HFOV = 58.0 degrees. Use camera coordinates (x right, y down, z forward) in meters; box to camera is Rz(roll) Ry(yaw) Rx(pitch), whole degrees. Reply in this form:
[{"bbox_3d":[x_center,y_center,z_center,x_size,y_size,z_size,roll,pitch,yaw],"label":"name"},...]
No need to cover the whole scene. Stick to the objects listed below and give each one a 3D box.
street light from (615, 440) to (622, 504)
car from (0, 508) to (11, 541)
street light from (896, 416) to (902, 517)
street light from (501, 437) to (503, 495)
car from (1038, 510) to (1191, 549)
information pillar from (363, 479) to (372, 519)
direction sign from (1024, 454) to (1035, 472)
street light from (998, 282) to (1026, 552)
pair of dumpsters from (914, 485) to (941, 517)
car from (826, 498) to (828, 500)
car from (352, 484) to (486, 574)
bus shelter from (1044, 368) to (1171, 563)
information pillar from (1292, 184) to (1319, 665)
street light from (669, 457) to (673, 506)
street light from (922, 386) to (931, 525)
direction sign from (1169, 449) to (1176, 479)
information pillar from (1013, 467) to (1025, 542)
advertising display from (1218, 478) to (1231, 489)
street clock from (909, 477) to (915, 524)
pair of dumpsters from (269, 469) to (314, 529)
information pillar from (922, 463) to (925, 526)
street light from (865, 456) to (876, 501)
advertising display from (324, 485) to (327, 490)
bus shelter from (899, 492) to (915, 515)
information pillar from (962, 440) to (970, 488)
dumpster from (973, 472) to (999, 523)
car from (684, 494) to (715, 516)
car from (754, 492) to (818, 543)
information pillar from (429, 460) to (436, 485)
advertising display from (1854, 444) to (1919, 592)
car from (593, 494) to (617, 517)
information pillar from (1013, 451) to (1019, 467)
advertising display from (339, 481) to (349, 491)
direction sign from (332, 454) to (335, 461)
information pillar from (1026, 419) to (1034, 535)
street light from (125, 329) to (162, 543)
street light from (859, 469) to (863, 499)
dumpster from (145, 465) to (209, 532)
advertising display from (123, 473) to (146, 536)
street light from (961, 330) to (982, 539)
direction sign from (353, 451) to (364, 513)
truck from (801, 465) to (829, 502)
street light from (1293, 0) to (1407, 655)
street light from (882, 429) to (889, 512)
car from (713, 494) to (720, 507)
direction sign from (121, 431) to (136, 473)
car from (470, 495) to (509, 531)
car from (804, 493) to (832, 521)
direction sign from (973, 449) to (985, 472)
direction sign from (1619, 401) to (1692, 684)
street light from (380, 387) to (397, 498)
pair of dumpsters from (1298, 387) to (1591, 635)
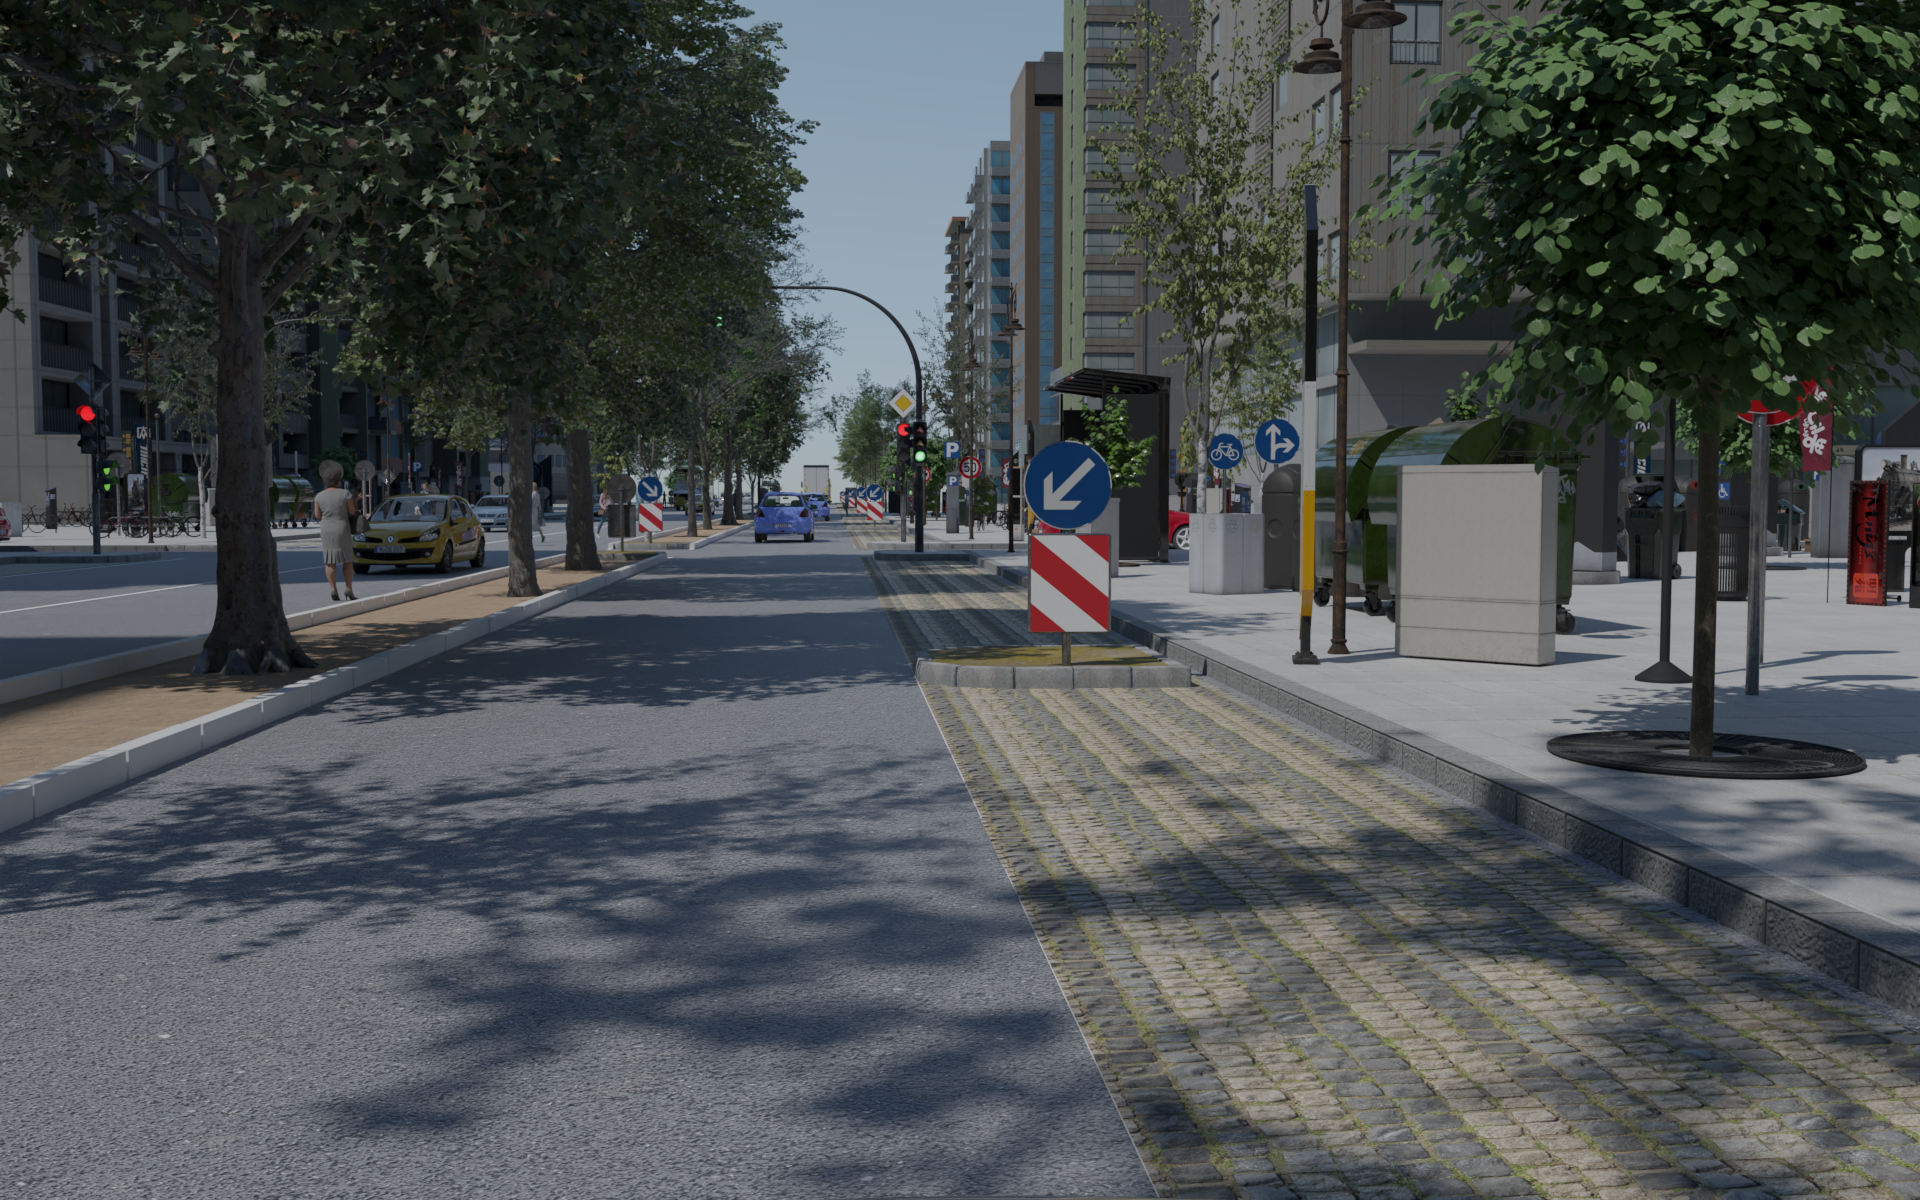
[{"bbox_3d":[-28.533,-10.532,144.991,0.468,5.910,1.993,0,4,-4],"label":"street light"},{"bbox_3d":[-25.394,-1.999,41.723,4.494,1.783,2.155,0,4,-4],"label":"car"},{"bbox_3d":[-3.311,-7.602,97.074,0.468,5.910,1.993,0,4,-4],"label":"street light"},{"bbox_3d":[-24.702,-7.373,93.343,0.468,5.910,1.993,0,4,-4],"label":"street light"},{"bbox_3d":[4.188,-2.082,43.088,4.494,1.783,2.155,0,4,-5],"label":"car"},{"bbox_3d":[-24.631,-4.127,71.973,0.304,2.012,0.304,-1,4,-10],"label":"information pillar"},{"bbox_3d":[3.933,-6.487,98.062,0.379,3.537,0.876,3,5,45],"label":"direction sign"},{"bbox_3d":[1.125,-3.984,37.933,0.468,5.910,1.993,0,4,-4],"label":"street light"},{"bbox_3d":[-1.830,-5.824,97.722,1.574,2.255,4.437,0,4,-4],"label":"pair of dumpsters"},{"bbox_3d":[-12.970,-9.077,157.997,1.945,1.707,3.694,0,4,-6],"label":"car"},{"bbox_3d":[-10.131,-1.360,32.456,2.015,1.641,3.980,0,4,-2],"label":"car"},{"bbox_3d":[2.932,-2.696,35.365,1.731,3.624,6.357,0,4,-4],"label":"bus shelter"},{"bbox_3d":[2.613,-1.323,12.984,0.183,3.616,0.504,1,4,9],"label":"information pillar"},{"bbox_3d":[-32.262,-13.474,193.094,0.468,5.910,1.993,0,4,-4],"label":"street light"},{"bbox_3d":[-1.472,-6.119,72.839,0.468,5.910,1.993,0,4,-4],"label":"street light"},{"bbox_3d":[10.527,-5.850,87.651,0.876,3.537,0.379,3,4,37],"label":"direction sign"},{"bbox_3d":[1.565,-2.591,46.859,0.304,2.012,0.304,1,4,17],"label":"information pillar"},{"bbox_3d":[10.705,-3.964,70.031,0.123,1.923,0.974,2,4,34],"label":"advertising display"},{"bbox_3d":[-2.085,-4.315,75.128,0.358,2.002,0.471,0,4,-4],"label":"street clock"},{"bbox_3d":[-25.622,-3.818,64.914,1.574,2.255,4.437,0,4,-4],"label":"pair of dumpsters"},{"bbox_3d":[-1.597,-4.825,70.235,0.183,3.616,0.504,2,4,24],"label":"information pillar"},{"bbox_3d":[-8.935,-12.217,172.538,0.468,5.910,1.993,0,4,-4],"label":"street light"},{"bbox_3d":[-35.230,-5.633,97.320,0.974,1.923,0.123,0,4,-5],"label":"advertising display"},{"bbox_3d":[-3.104,-6.985,105.492,1.731,3.624,6.357,0,4,-4],"label":"bus shelter"},{"bbox_3d":[0.302,-4.885,71.221,0.504,3.616,0.183,2,4,29],"label":"information pillar"},{"bbox_3d":[0.884,-4.464,75.484,1.502,2.255,1.985,0,4,-4],"label":"dumpster"},{"bbox_3d":[-17.460,-6.483,116.224,2.015,1.641,3.980,0,4,-3],"label":"car"},{"bbox_3d":[-5.298,-2.623,52.484,1.945,1.707,3.694,0,4,-3],"label":"car"},{"bbox_3d":[-36.295,-7.822,119.249,0.183,3.616,0.504,3,4,38],"label":"information pillar"},{"bbox_3d":[12.147,-1.063,22.597,0.974,1.923,0.123,0,4,-4],"label":"advertising display"},{"bbox_3d":[-19.596,-5.027,93.988,2.131,1.459,4.920,0,4,-6],"label":"car"},{"bbox_3d":[2.964,-6.258,93.670,0.504,3.616,0.183,2,4,26],"label":"information pillar"},{"bbox_3d":[-29.593,-4.784,83.436,0.123,1.923,0.974,0,4,-7],"label":"advertising display"},{"bbox_3d":[-35.722,-6.536,98.857,0.379,3.537,0.876,-2,4,-27],"label":"direction sign"},{"bbox_3d":[2.213,-3.826,53.918,0.183,3.616,0.504,-1,4,-11],"label":"information pillar"},{"bbox_3d":[-21.112,-4.419,45.031,0.468,5.910,1.993,0,4,-4],"label":"street light"},{"bbox_3d":[-11.657,-14.359,207.556,0.468,5.910,1.993,0,4,-4],"label":"street light"},{"bbox_3d":[-26.559,-3.435,58.657,1.502,2.255,1.985,0,4,-4],"label":"dumpster"},{"bbox_3d":[-25.245,-2.923,53.003,0.123,1.923,0.974,0,4,5],"label":"advertising display"},{"bbox_3d":[0.326,-4.654,48.886,0.468,5.910,1.993,0,4,-4],"label":"street light"},{"bbox_3d":[-31.336,-6.017,90.370,0.876,3.537,0.379,2,4,35],"label":"direction sign"},{"bbox_3d":[-14.339,-11.198,171.994,2.839,4.237,11.283,0,4,-6],"label":"truck"},{"bbox_3d":[3.043,-2.505,13.741,0.468,5.910,1.993,0,4,-4],"label":"street light"},{"bbox_3d":[-5.376,-9.280,124.515,0.468,5.910,1.993,0,4,-4],"label":"street light"},{"bbox_3d":[-27.217,-10.967,189.092,2.009,1.686,4.222,0,4,-6],"label":"car"},{"bbox_3d":[-29.541,-4.284,62.033,0.876,3.537,0.379,0,4,0],"label":"direction sign"},{"bbox_3d":[-17.640,-3.322,66.323,2.014,1.417,4.499,0,4,-3],"label":"car"},{"bbox_3d":[-7.780,-5.044,92.061,1.945,1.707,3.694,0,4,-3],"label":"car"},{"bbox_3d":[0.848,-5.815,87.074,0.876,3.537,0.379,2,4,23],"label":"direction sign"},{"bbox_3d":[4.831,-1.210,11.775,0.379,3.537,0.876,3,5,43],"label":"direction sign"},{"bbox_3d":[-22.713,-5.873,68.816,0.468,5.910,1.993,0,4,-4],"label":"street light"},{"bbox_3d":[4.811,-0.930,17.704,1.574,2.255,4.437,0,4,-4],"label":"pair of dumpsters"}]
